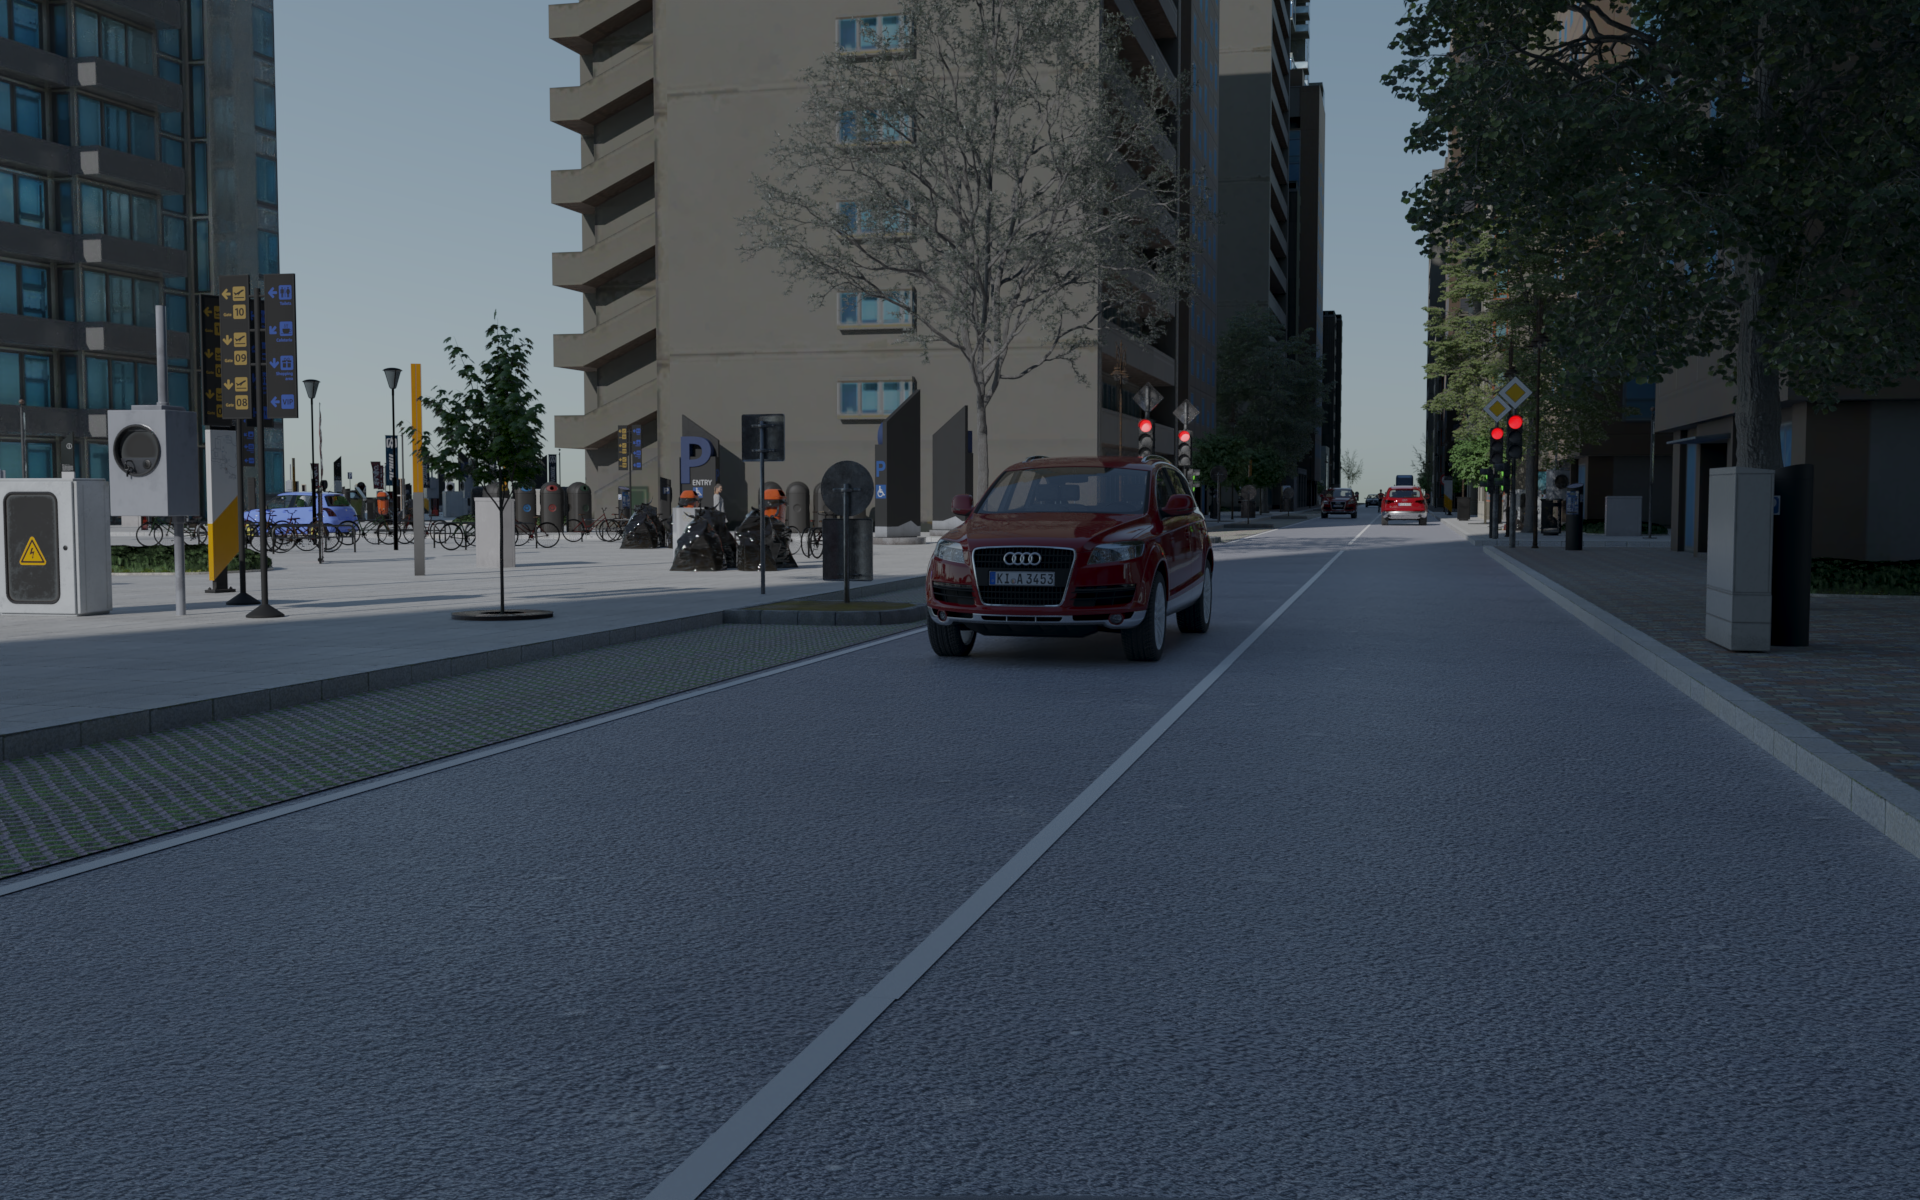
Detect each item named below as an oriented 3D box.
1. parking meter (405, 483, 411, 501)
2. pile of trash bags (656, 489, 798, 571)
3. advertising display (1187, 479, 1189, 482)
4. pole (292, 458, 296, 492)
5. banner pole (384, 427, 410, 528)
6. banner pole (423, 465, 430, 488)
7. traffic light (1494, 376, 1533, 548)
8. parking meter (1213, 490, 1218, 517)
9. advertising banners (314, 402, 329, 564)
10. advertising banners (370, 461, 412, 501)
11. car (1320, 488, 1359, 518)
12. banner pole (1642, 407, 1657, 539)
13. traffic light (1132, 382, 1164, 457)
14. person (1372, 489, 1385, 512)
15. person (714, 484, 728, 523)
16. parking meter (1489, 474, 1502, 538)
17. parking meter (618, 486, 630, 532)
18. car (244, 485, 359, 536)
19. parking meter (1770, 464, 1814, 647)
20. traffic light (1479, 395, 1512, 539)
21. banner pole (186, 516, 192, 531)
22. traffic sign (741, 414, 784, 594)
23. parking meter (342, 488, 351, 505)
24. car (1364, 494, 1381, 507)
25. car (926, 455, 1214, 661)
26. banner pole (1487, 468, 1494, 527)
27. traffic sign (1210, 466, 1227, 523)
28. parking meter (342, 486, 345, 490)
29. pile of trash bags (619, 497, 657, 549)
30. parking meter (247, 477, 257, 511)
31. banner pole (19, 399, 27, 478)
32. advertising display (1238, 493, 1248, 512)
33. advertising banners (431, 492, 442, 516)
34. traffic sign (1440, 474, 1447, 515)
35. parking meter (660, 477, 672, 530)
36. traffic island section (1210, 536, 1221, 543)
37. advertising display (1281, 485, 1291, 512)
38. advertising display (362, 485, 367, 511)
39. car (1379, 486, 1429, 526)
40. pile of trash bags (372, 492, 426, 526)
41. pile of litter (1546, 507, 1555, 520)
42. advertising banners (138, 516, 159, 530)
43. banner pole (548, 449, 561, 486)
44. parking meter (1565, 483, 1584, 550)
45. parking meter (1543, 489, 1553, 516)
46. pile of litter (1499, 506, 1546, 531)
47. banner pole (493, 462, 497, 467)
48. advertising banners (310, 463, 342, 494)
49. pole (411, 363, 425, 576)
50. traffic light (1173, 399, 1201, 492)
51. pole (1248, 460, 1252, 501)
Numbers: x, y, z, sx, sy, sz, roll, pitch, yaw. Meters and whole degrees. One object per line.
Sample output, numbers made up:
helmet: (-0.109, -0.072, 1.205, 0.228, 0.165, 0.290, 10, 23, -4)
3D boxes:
parking meter: (-29.061, -5.213, 90.951, 0.399, 1.863, 0.255, -2, 4, -25)
pile of trash bags: (-3.706, -1.252, 30.231, 1.912, 1.369, 3.447, 1, 4, 11)
advertising display: (8.613, -3.730, 66.196, 0.123, 1.923, 0.974, 1, 4, 20)
pole: (-37.521, -6.344, 97.565, 0.158, 3.312, 0.155, 0, 3, 0)
banner pole: (-21.038, -4.567, 64.694, 0.863, 3.779, 0.401, -2, 4, -31)
banner pole: (-27.403, -6.008, 88.255, 0.863, 3.779, 0.401, 0, 4, 1)
traffic light: (13.209, -3.208, 41.369, 0.839, 4.253, 0.868, 1, 4, 14)
parking meter: (13.664, -5.119, 92.108, 0.372, 1.533, 0.369, 0, 3, 0)
advertising banners: (-12.042, -2.227, 32.605, 0.090, 3.025, 2.074, -1, 4, -18)
advertising banners: (-30.408, -5.897, 92.601, 2.074, 3.025, 0.090, -1, 4, -21)
car: (22.702, -5.806, 103.603, 2.281, 1.827, 5.304, 1, 4, 14)
banner pole: (19.824, -3.645, 49.608, 0.401, 3.779, 0.863, 1, 4, 16)
traffic light: (4.714, -3.339, 43.509, 0.839, 4.253, 0.868, 1, 4, 14)
person: (32.756, -7.726, 134.839, 1.348, 1.822, 0.705, 1, 4, 16)
person: (-7.086, -2.532, 50.655, 0.466, 1.731, 0.760, 3, 5, 39)
parking meter: (15.537, -2.731, 50.371, 0.255, 1.863, 0.399, 1, 4, 15)
parking meter: (-10.861, -2.911, 56.009, 0.372, 1.533, 0.369, 0, 3, 0)
car: (-20.455, -2.674, 53.309, 3.694, 1.707, 1.945, 1, 4, 13)
parking meter: (7.010, -0.383, 14.679, 0.372, 1.533, 0.369, 0, 3, 0)
traffic light: (15.181, -3.681, 49.108, 0.839, 4.253, 0.868, 1, 4, 14)
banner pole: (-26.732, -4.280, 59.995, 0.401, 3.779, 0.863, -1, 4, -11)
traffic sign: (-2.521, -1.223, 22.126, 0.606, 2.300, 0.079, 1, 4, 20)
parking meter: (-27.478, -4.228, 77.542, 0.372, 1.533, 0.369, 0, 3, 0)
car: (44.727, -10.854, 187.244, 2.009, 1.686, 4.222, 1, 4, 14)
car: (1.201, -0.491, 16.696, 2.281, 1.827, 5.304, 1, 4, 15)
banner pole: (20.860, -4.754, 67.744, 0.401, 3.779, 0.863, 1, 4, 14)
traffic sign: (11.549, -4.727, 77.387, 0.768, 2.556, 0.104, 1, 4, 20)
parking meter: (-45.988, -7.536, 128.932, 0.399, 1.863, 0.255, -3, 4, -36)
pile of trash bags: (-6.962, -1.972, 42.000, 1.912, 1.369, 3.447, 0, 4, 7)
parking meter: (-24.662, -3.343, 60.364, 0.255, 1.863, 0.399, -1, 4, -16)
banner pole: (-24.888, -3.430, 46.096, 0.401, 3.779, 0.863, -1, 4, -22)
advertising display: (20.133, -7.183, 122.654, 0.974, 1.923, 0.123, 3, 4, 39)
advertising banners: (-30.252, -6.340, 99.845, 2.074, 3.025, 0.090, -3, 5, -41)
traffic sign: (30.305, -6.597, 107.970, 0.768, 2.556, 0.104, 1, 4, 16)
parking meter: (-9.962, -3.243, 58.734, 0.399, 1.863, 0.255, -1, 4, -16)
traffic island section: (6.650, -1.781, 51.392, 2.009, 0.180, 2.903, 1, 4, 14)
advertising display: (23.454, -7.297, 124.527, 0.974, 1.923, 0.123, -3, 5, -41)
advertising display: (-44.245, -7.521, 128.187, 0.123, 1.923, 0.974, 1, 4, 13)
car: (20.570, -4.378, 80.256, 2.281, 1.827, 5.304, 1, 4, 14)
pile of trash bags: (-23.513, -3.807, 71.994, 1.912, 1.369, 3.447, 0, 4, -2)
pile of litter: (22.004, -3.172, 65.825, 1.719, 0.858, 1.176, 1, 4, 10)
advertising banners: (-28.949, -3.991, 61.439, 0.090, 3.025, 2.074, 0, 4, -1)
banner pole: (-22.257, -6.444, 95.383, 0.863, 3.779, 0.401, -2, 4, -26)
parking meter: (14.036, -1.905, 39.553, 0.372, 1.533, 0.369, 0, 3, 0)
parking meter: (23.643, -3.745, 69.634, 0.372, 1.533, 0.369, 0, 3, 0)
pile of litter: (19.589, -2.873, 60.944, 1.176, 0.858, 1.719, 0, 4, -5)
banner pole: (-23.848, -5.976, 87.718, 0.863, 3.779, 0.401, -2, 4, -27)
advertising banners: (-35.750, -6.228, 98.014, 0.090, 3.025, 2.074, 3, 5, 45)
pole: (-8.505, -2.039, 27.174, 0.158, 3.312, 0.155, 0, 3, 0)
traffic light: (6.686, -3.812, 51.248, 0.839, 4.253, 0.868, 1, 4, 14)
pole: (17.263, -6.684, 103.134, 0.158, 3.312, 0.155, 0, 3, 0)
